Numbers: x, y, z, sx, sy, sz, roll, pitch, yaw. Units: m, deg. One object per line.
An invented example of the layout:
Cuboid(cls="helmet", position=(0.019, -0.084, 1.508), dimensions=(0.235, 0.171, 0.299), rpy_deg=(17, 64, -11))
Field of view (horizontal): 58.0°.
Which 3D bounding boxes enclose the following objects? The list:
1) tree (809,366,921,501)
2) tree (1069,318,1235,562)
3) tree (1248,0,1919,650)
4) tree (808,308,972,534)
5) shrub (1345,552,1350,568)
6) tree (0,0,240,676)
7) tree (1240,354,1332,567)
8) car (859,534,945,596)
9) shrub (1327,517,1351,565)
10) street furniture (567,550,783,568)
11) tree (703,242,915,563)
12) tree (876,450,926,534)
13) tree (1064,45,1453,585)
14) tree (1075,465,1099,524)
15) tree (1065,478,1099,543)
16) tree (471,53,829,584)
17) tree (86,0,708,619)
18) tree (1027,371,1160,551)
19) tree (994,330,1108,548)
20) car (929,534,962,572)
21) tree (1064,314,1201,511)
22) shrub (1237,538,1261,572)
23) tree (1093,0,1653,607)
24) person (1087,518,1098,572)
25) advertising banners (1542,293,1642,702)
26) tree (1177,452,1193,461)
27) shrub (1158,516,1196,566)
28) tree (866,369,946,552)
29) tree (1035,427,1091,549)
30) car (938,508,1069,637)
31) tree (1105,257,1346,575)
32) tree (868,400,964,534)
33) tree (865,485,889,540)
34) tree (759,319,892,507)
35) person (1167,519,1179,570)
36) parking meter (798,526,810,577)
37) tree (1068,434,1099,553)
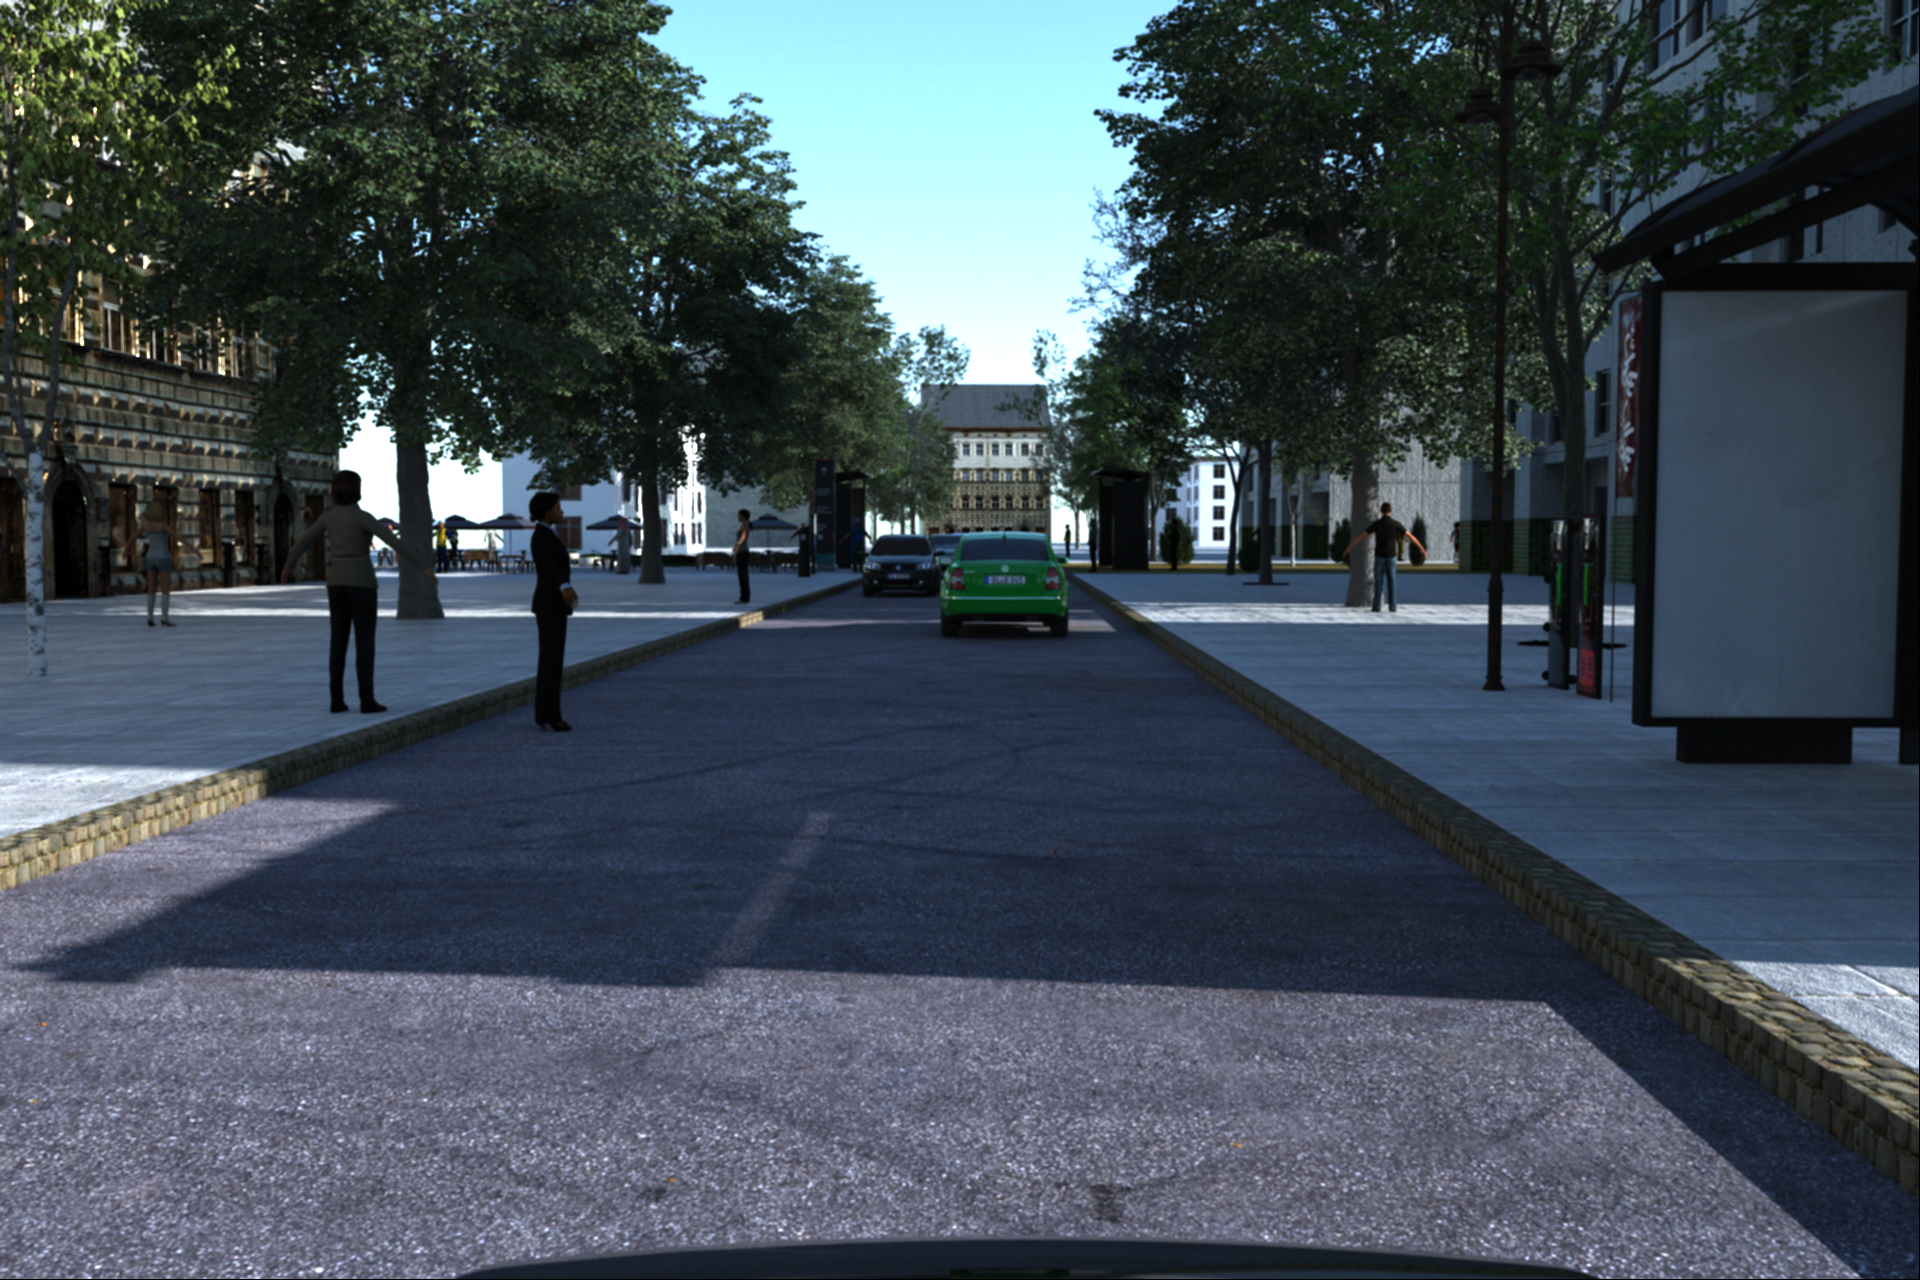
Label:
Cuboid(cls="tree", position=(-6.226, -11.065, 106.668), dimensions=(9.928, 11.665, 9.643), rpy_deg=(0, 3, 0))
Cuboid(cls="tree", position=(9.096, -9.421, 79.784), dimensions=(9.928, 11.665, 9.643), rpy_deg=(0, 3, 0))
Cuboid(cls="tree", position=(6.827, -5.730, 19.448), dimensions=(9.928, 11.665, 9.643), rpy_deg=(0, 3, 0))
Cuboid(cls="tree", position=(-6.085, -17.622, 144.010), dimensions=(12.611, 20.169, 13.585), rpy_deg=(0, 3, 0))
Cuboid(cls="shrub", position=(13.674, -2.950, 59.346), dimensions=(1.383, 1.207, 1.383), rpy_deg=(0, 3, 0))
Cuboid(cls="tree", position=(-8.490, -3.991, 15.611), dimensions=(4.737, 8.622, 4.395), rpy_deg=(0, 3, 0))
Cuboid(cls="tree", position=(13.043, -7.154, 67.334), dimensions=(4.360, 8.622, 3.978), rpy_deg=(0, 3, 0))
Cuboid(cls="car", position=(-1.349, -1.910, 41.021), dimensions=(2.009, 1.686, 4.222), rpy_deg=(0, 4, 1))
Cuboid(cls="shrub", position=(16.096, -4.137, 72.052), dimensions=(1.690, 2.028, 1.600), rpy_deg=(0, 3, 0))
Cuboid(cls="street furniture", position=(-12.378, -3.332, 70.108), dimensions=(10.072, 0.657, 5.734), rpy_deg=(2, 4, 34))
Cuboid(cls="tree", position=(-6.619, -10.459, 77.667), dimensions=(9.857, 13.997, 8.962), rpy_deg=(0, 3, 0))
Cuboid(cls="tree", position=(-5.379, -11.181, 133.174), dimensions=(4.360, 8.622, 3.978), rpy_deg=(0, 3, 0))
Cuboid(cls="tree", position=(7.677, -8.146, 43.564), dimensions=(12.009, 13.543, 11.850), rpy_deg=(0, 3, 0))
Cuboid(cls="tree", position=(10.737, -11.730, 142.143), dimensions=(4.360, 8.622, 3.978), rpy_deg=(0, 3, 0))
Cuboid(cls="tree", position=(18.857, -20.029, 253.226), dimensions=(9.928, 11.665, 9.643), rpy_deg=(0, 3, 0))
Cuboid(cls="tree", position=(-8.057, -8.435, 44.564), dimensions=(9.857, 13.997, 8.962), rpy_deg=(0, 3, 0))
Cuboid(cls="tree", position=(-8.185, -7.288, 25.815), dimensions=(9.857, 13.997, 8.962), rpy_deg=(0, 3, 0))
Cuboid(cls="tree", position=(10.052, -13.321, 128.172), dimensions=(12.009, 13.543, 11.850), rpy_deg=(0, 3, 0))
Cuboid(cls="tree", position=(9.690, -18.686, 161.401), dimensions=(12.611, 20.169, 13.585), rpy_deg=(0, 3, 0))
Cuboid(cls="car", position=(-0.415, -2.850, 58.394), dimensions=(2.131, 1.459, 4.920), rpy_deg=(0, 4, 1))
Cuboid(cls="tree", position=(8.915, -10.492, 89.669), dimensions=(7.486, 12.596, 7.792), rpy_deg=(0, 3, 0))
Cuboid(cls="shrub", position=(9.751, -2.871, 58.058), dimensions=(1.383, 1.207, 1.383), rpy_deg=(0, 3, 0))
Cuboid(cls="tree", position=(7.214, -7.548, 30.066), dimensions=(9.857, 13.997, 8.962), rpy_deg=(0, 3, 0))
Cuboid(cls="person", position=(4.442, -3.188, 58.255), dimensions=(0.705, 1.813, 1.348), rpy_deg=(0, 4, 1))
Cuboid(cls="advertising banners", position=(4.968, -1.066, 13.615), dimensions=(0.090, 3.025, 2.074), rpy_deg=(0, 4, 1))
Cuboid(cls="tree", position=(33.649, -20.930, 252.572), dimensions=(12.009, 13.543, 11.850), rpy_deg=(0, 3, 0))
Cuboid(cls="shrub", position=(8.839, -4.067, 70.530), dimensions=(1.661, 2.075, 1.752), rpy_deg=(0, 3, 0))
Cuboid(cls="tree", position=(-5.941, -12.957, 122.215), dimensions=(12.009, 13.543, 11.850), rpy_deg=(0, 3, 0))
Cuboid(cls="tree", position=(10.275, -13.193, 150.109), dimensions=(8.767, 10.594, 7.601), rpy_deg=(1, 4, 20))
Cuboid(cls="car", position=(0.641, -1.022, 25.498), dimensions=(1.959, 1.807, 4.718), rpy_deg=(0, 4, 1))
Cuboid(cls="tree", position=(8.638, -7.320, 54.102), dimensions=(8.767, 10.594, 7.601), rpy_deg=(-1, 4, -19))
Cuboid(cls="tree", position=(-4.534, -15.643, 162.414), dimensions=(9.857, 13.997, 8.962), rpy_deg=(0, 3, 0))
Cuboid(cls="tree", position=(-12.734, -19.487, 253.016), dimensions=(7.601, 10.594, 8.767), rpy_deg=(0, 4, -2))
Cuboid(cls="tree", position=(-7.220, -10.481, 89.494), dimensions=(7.486, 12.596, 7.792), rpy_deg=(0, 3, 0))
Cuboid(cls="person", position=(7.527, -3.362, 61.154), dimensions=(0.705, 1.806, 1.347), rpy_deg=(1, 4, 15))
Cuboid(cls="parking meter", position=(-4.665, -2.655, 51.827), dimensions=(0.372, 1.533, 0.369), rpy_deg=(0, 3, 0))
Cuboid(cls="tree", position=(9.414, -10.230, 117.620), dimensions=(4.360, 8.622, 3.978), rpy_deg=(0, 3, 0))
